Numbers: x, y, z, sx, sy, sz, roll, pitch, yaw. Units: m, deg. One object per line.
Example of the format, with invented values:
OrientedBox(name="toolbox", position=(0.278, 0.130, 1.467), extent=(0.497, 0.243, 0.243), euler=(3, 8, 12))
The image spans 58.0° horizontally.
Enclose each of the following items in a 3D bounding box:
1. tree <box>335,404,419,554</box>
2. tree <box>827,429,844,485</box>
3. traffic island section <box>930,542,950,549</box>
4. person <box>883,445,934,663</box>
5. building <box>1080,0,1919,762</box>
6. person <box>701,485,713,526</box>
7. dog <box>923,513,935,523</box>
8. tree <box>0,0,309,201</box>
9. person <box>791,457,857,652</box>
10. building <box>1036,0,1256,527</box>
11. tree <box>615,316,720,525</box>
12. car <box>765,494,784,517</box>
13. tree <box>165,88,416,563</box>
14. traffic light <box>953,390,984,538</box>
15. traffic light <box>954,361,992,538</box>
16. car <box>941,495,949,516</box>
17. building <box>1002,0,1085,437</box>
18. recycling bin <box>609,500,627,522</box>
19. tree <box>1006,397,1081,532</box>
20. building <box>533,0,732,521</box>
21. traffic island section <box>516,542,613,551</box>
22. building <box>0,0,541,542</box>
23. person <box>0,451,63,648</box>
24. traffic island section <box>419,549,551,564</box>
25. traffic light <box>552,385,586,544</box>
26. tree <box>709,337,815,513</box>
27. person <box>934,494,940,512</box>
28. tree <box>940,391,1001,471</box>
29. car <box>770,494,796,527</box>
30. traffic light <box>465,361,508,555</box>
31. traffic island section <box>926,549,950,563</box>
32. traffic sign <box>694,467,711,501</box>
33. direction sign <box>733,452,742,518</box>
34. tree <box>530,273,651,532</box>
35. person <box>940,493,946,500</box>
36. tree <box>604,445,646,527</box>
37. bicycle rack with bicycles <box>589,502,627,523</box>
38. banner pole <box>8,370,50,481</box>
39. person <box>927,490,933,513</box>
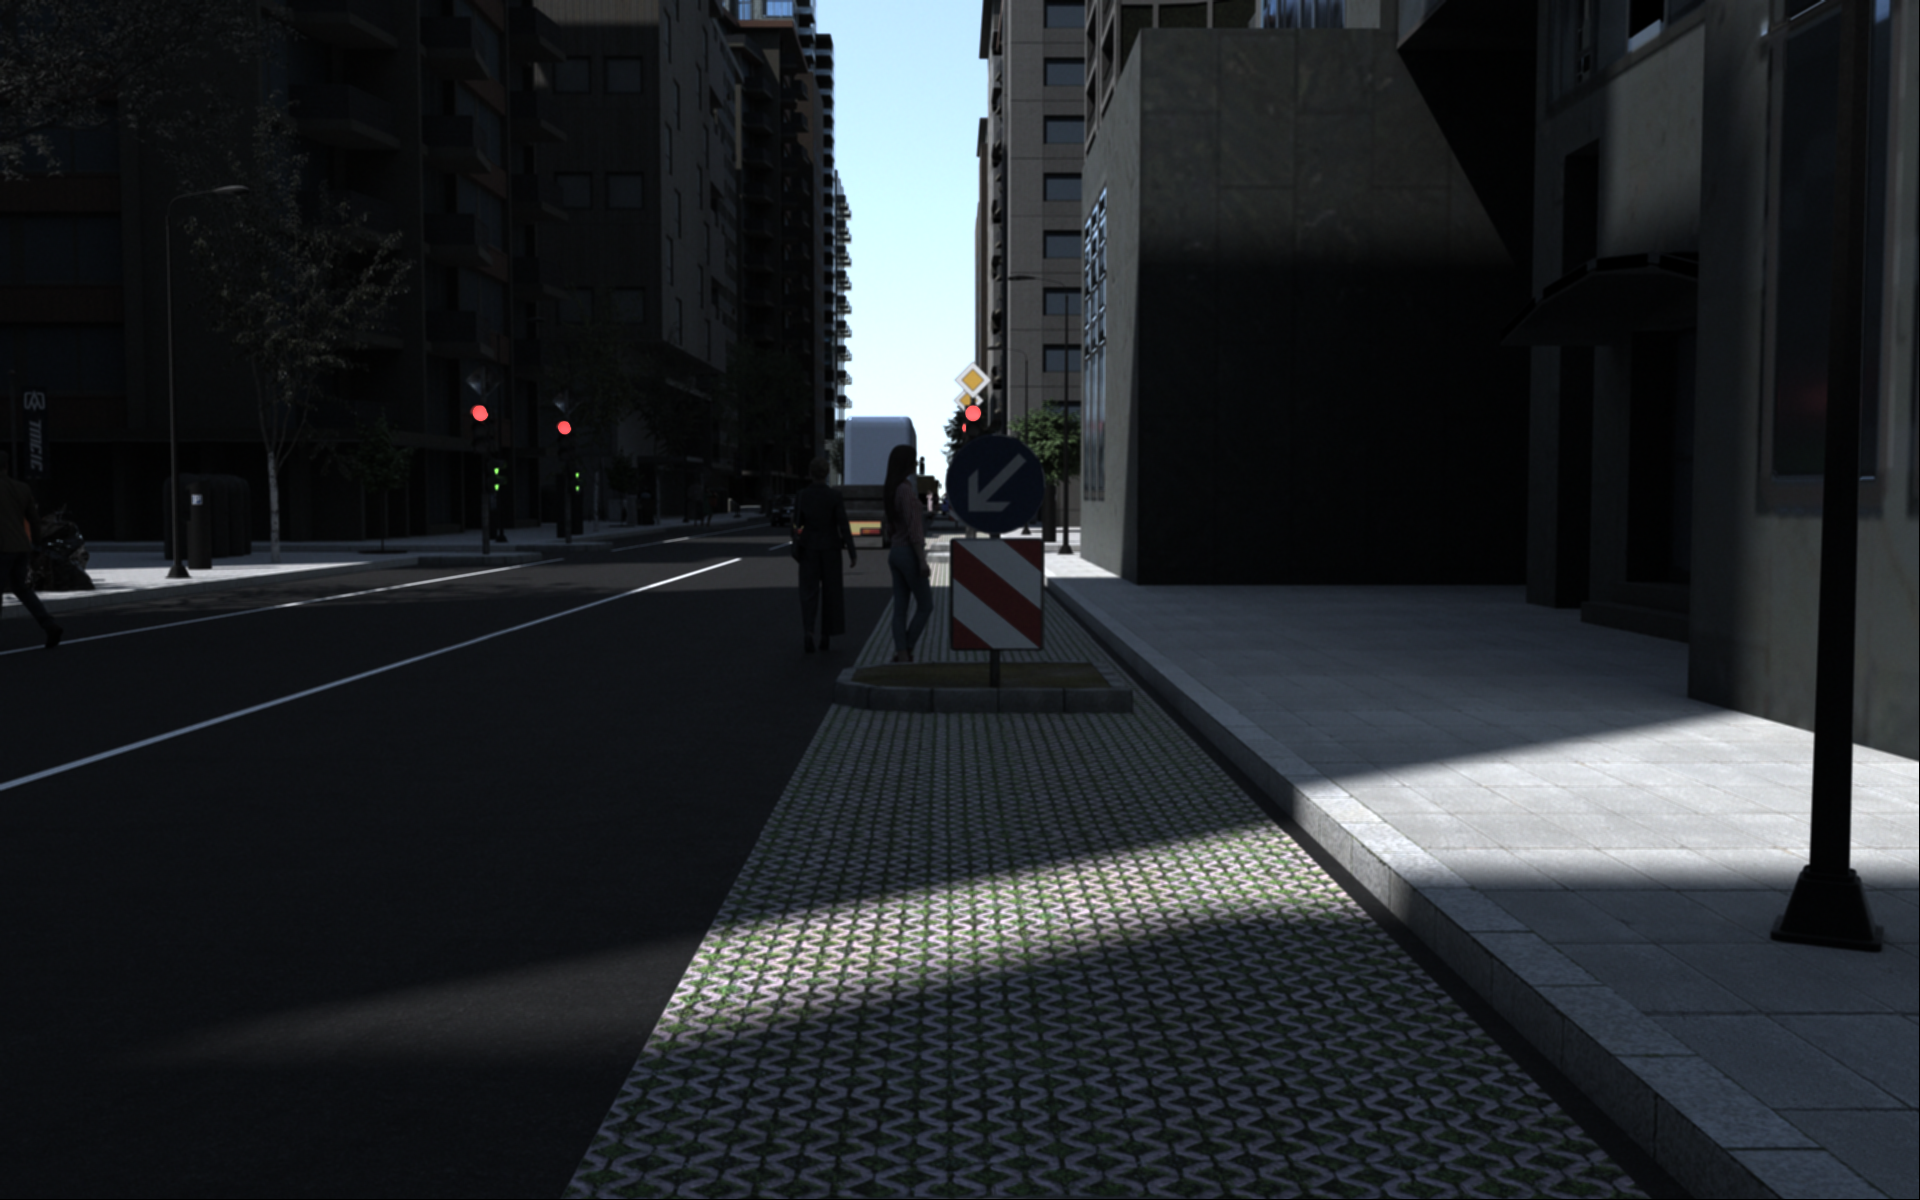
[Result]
OrientedBox(name="tree", position=(-12.459, -2.622, 37.467), extent=(1.663, 3.219, 1.824), euler=(0, 3, 0))
OrientedBox(name="tree", position=(-13.262, -15.027, 196.052), extent=(4.737, 8.622, 4.395), euler=(0, 3, 0))
OrientedBox(name="traffic island section", position=(0.242, -1.382, 44.882), extent=(2.009, 0.180, 2.903), euler=(0, 4, 0))
OrientedBox(name="person", position=(-0.404, -0.322, 13.773), extent=(0.388, 1.821, 0.555), euler=(-3, 4, -36))
OrientedBox(name="building", position=(13.683, -43.066, 16.807), extent=(22.319, 86.520, 31.000), euler=(0, 4, 0))
OrientedBox(name="person", position=(-10.519, -3.854, 71.761), extent=(0.529, 1.795, 0.600), euler=(-1, 4, -16))
OrientedBox(name="dog", position=(-1.552, -4.145, 87.062), extent=(0.540, 0.507, 0.406), euler=(-2, 4, -24))
OrientedBox(name="tree", position=(-12.663, -6.632, 18.806), extent=(12.009, 13.543, 11.850), euler=(0, 3, 0))
OrientedBox(name="person", position=(-1.254, -0.422, 15.822), extent=(0.576, 1.772, 0.534), euler=(-1, 4, -15))
OrientedBox(name="building", position=(13.884, -38.613, 69.574), extent=(20.563, 71.187, 20.611), euler=(0, 4, 0))
OrientedBox(name="tree", position=(-12.466, -7.480, 72.659), extent=(4.360, 8.622, 3.978), euler=(0, 3, 0))
OrientedBox(name="car", position=(-10.272, -5.416, 100.553), extent=(2.014, 1.417, 4.499), euler=(0, 4, -1))
OrientedBox(name="tree", position=(-12.535, -4.984, 31.847), extent=(4.360, 8.622, 3.978), euler=(0, 3, 0))
OrientedBox(name="traffic light", position=(0.202, -3.416, 44.768), extent=(0.839, 4.253, 0.868), euler=(0, 4, 0))
OrientedBox(name="traffic light", position=(0.255, -2.927, 36.783), extent=(0.839, 4.253, 0.868), euler=(0, 4, 0))
OrientedBox(name="car", position=(-0.343, -6.486, 115.630), extent=(1.945, 1.707, 3.694), euler=(0, 4, 1))
OrientedBox(name="building", position=(13.065, -34.432, 104.959), extent=(21.231, 58.520, 28.212), euler=(0, 4, 0))
OrientedBox(name="recycling bin", position=(-15.858, -4.149, 80.393), extent=(0.722, 1.027, 0.722), euler=(0, 4, 5))
OrientedBox(name="tree", position=(2.970, -4.578, 58.568), extent=(4.285, 4.588, 4.351), euler=(0, 3, 0))
OrientedBox(name="building", position=(-27.662, -30.891, 94.306), extent=(28.713, 52.752, 27.495), euler=(0, 4, 0))
OrientedBox(name="traffic island section", position=(-10.149, -1.378, 44.818), extent=(2.009, 0.180, 2.903), euler=(0, 4, 0))
OrientedBox(name="building", position=(-26.048, -24.699, 58.447), extent=(22.147, 44.769, 28.867), euler=(0, 4, 0))
OrientedBox(name="person", position=(-8.735, -0.462, 15.965), extent=(0.836, 1.842, 0.656), euler=(-1, 4, -14))
OrientedBox(name="traffic island section", position=(-10.096, -0.890, 36.834), extent=(2.009, 0.180, 2.903), euler=(0, 4, 0))
OrientedBox(name="traffic light", position=(-10.109, -3.411, 44.684), extent=(0.839, 4.253, 0.868), euler=(0, 4, 0))
OrientedBox(name="tree", position=(-13.295, -11.616, 115.672), extent=(9.928, 11.665, 9.643), euler=(0, 3, 0))
OrientedBox(name="person", position=(-1.827, -7.774, 138.837), extent=(0.421, 1.427, 0.697), euler=(-1, 4, -12))
OrientedBox(name="tree", position=(2.460, -18.210, 204.383), extent=(9.857, 13.997, 8.962), euler=(0, 3, 0))
OrientedBox(name="car", position=(-7.453, -4.152, 77.669), extent=(2.009, 1.686, 4.222), euler=(0, 4, 2))
OrientedBox(name="traffic light", position=(-10.056, -2.922, 36.699), extent=(0.839, 4.253, 0.868), euler=(0, 4, 0))
OrientedBox(name="traffic island section", position=(0.295, -0.894, 36.897), extent=(2.009, 0.180, 2.903), euler=(0, 4, 0))
OrientedBox(name="traffic sign", position=(-12.069, -4.958, 81.163), extent=(0.768, 2.556, 0.104), euler=(0, 4, 0))
OrientedBox(name="direction sign", position=(-12.326, -6.379, 96.295), extent=(0.379, 3.537, 0.876), euler=(1, 4, 19))
OrientedBox(name="tree", position=(-12.331, -6.598, 58.239), extent=(4.737, 8.622, 4.395), euler=(0, 3, 0))
OrientedBox(name="person", position=(-1.017, -8.125, 141.299), extent=(1.348, 1.831, 0.705), euler=(1, 4, 20))
OrientedBox(name="tree", position=(-13.142, -4.484, 67.915), extent=(1.663, 3.219, 1.824), euler=(0, 3, 0))
OrientedBox(name="bicycle rack with bicycles", position=(-15.532, -3.970, 78.285), extent=(2.852, 0.926, 2.925), euler=(0, 4, 0))
OrientedBox(name="banner pole", position=(-18.899, -2.758, 35.116), extent=(0.863, 3.779, 0.401), euler=(-2, 4, -29))
OrientedBox(name="person", position=(-2.286, -7.507, 131.900), extent=(0.551, 1.740, 0.621), euler=(1, 4, 19))
